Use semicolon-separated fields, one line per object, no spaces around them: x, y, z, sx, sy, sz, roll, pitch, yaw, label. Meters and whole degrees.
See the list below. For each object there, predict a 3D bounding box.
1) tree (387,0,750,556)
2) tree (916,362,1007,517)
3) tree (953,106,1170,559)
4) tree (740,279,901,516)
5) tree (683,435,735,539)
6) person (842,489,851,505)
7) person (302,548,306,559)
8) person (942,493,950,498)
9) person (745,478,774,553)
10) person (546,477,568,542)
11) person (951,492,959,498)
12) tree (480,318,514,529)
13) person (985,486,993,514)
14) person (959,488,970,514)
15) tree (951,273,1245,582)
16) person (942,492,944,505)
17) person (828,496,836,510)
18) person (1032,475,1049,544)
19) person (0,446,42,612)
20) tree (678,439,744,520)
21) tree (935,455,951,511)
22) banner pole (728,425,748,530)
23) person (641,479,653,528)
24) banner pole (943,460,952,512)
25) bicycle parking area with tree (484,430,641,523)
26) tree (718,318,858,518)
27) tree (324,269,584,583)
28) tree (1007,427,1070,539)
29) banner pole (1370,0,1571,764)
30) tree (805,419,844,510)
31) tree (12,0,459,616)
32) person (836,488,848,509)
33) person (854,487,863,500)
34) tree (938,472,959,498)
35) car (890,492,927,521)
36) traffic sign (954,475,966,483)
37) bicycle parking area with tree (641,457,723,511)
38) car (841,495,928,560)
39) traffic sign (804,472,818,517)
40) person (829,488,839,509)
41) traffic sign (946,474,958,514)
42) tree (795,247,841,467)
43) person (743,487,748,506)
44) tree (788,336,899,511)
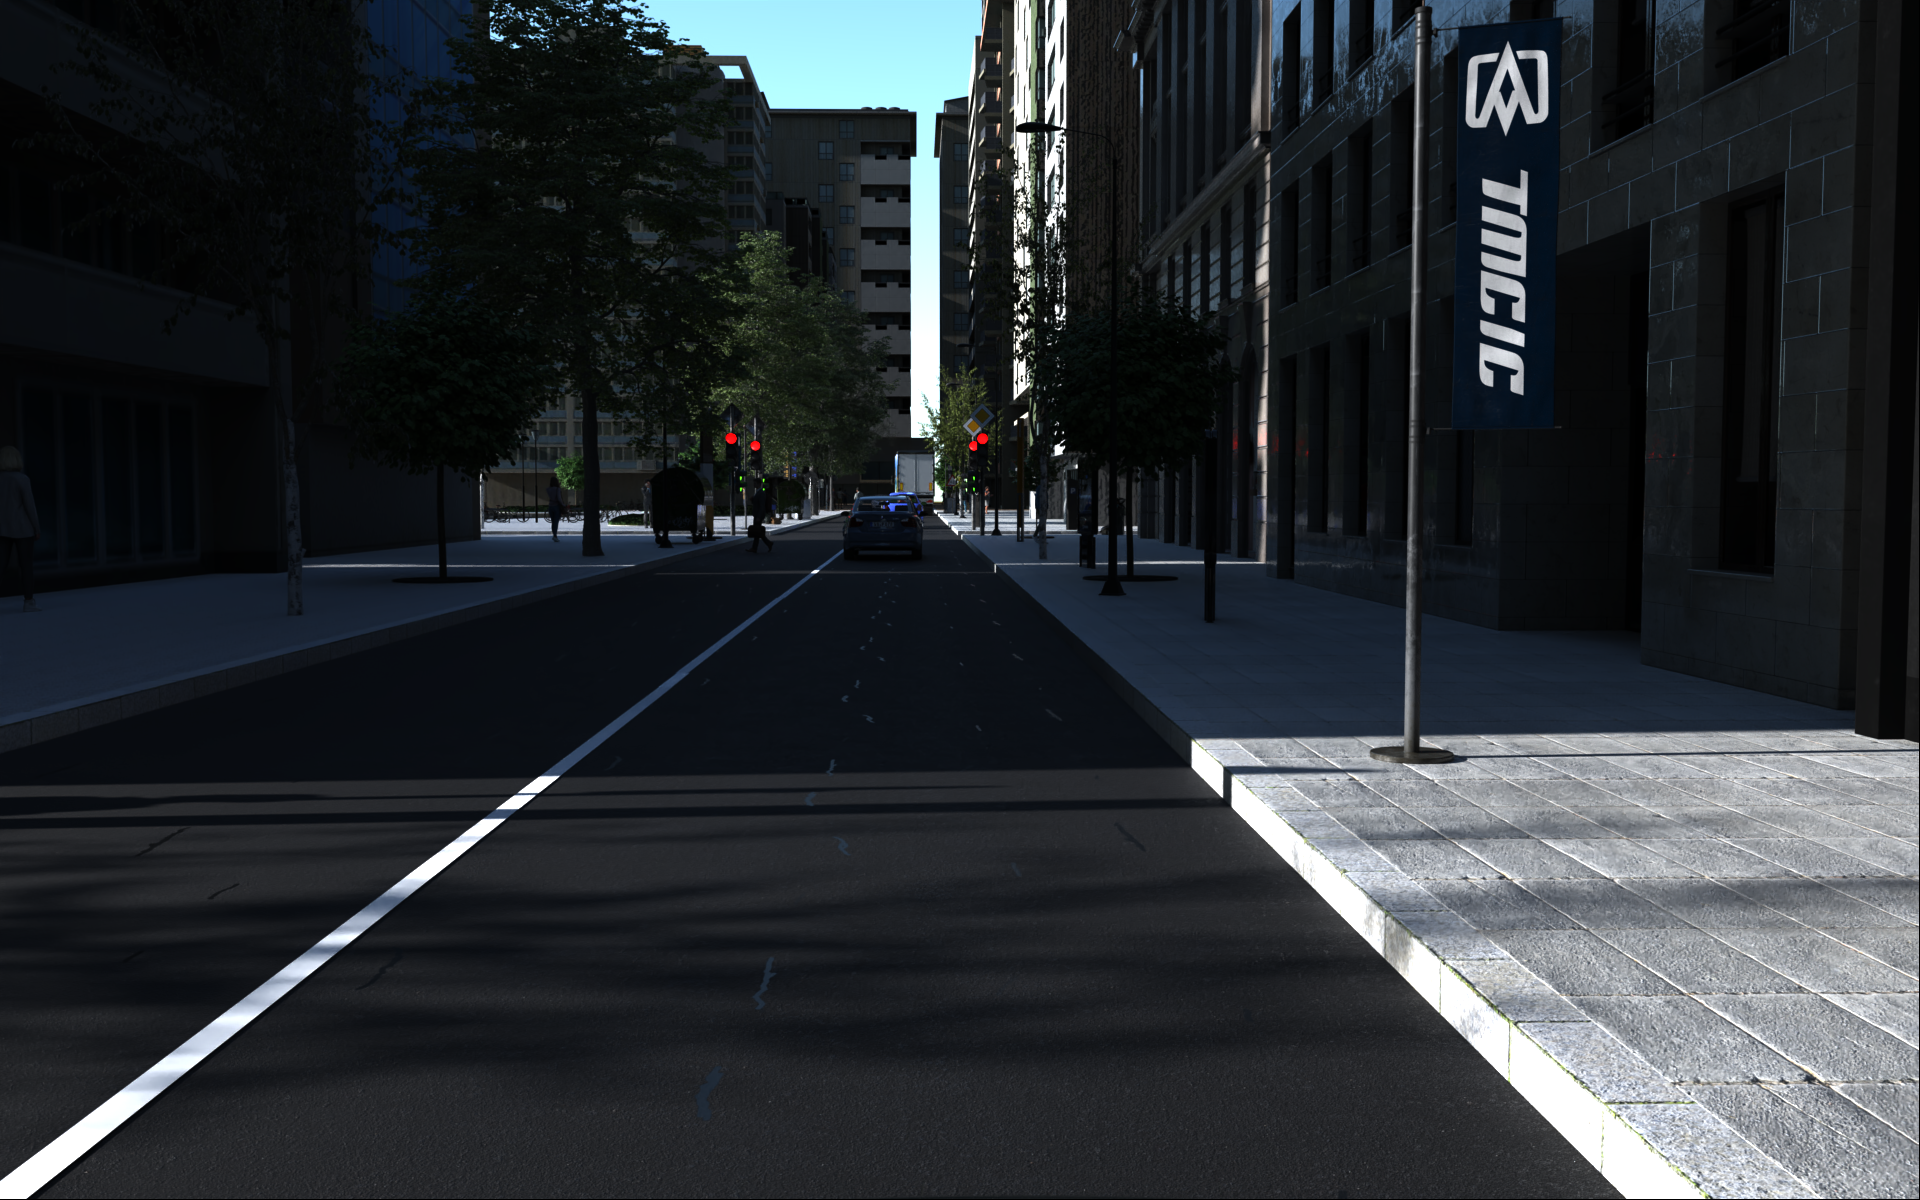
-8.074;-7.186;35.618;7.486;12.596;7.792;0;3;0;tree
-0.174;-8.894;95.771;4.737;8.622;4.395;0;3;0;tree
1.860;-5.117;34.022;4.360;8.622;3.978;0;3;0;tree
-8.694;-12.043;103.552;9.857;13.997;8.962;0;3;0;tree
-7.203;-3.362;49.576;1.663;3.219;1.824;0;3;0;tree
-13.012;-11.641;196.455;1.350;1.814;0.705;1;4;20;person
-12.528;-1.605;32.124;0.795;1.843;0.661;0;4;-8;person
-1.615;-11.230;190.370;1.217;1.736;0.721;2;4;32;person
-4.878;-2.070;42.306;0.822;1.834;0.622;-2;4;-29;person
-10.835;-2.428;46.338;0.593;1.750;0.643;1;4;22;person
-0.431;-8.002;137.070;0.606;1.804;0.583;-1;4;-18;person
-17.952;-6.953;64.047;4.737;8.622;4.395;0;3;0;tree
1.768;-6.364;110.455;0.532;1.782;0.716;2;4;27;person
0.289;-6.435;111.244;0.713;1.824;0.794;1;4;11;person
2.639;-2.585;25.984;4.285;4.588;4.351;0;3;0;tree
-1.887;-11.867;200.992;0.530;1.710;0.541;0;4;4;person
-10.591;-8.131;142.208;0.991;1.433;0.599;-2;4;-32;person
2.090;-2.338;44.618;0.444;1.785;0.601;2;4;35;person
-10.301;-0.761;18.666;0.709;1.800;0.728;0;4;6;person
-12.275;-6.280;86.393;4.285;4.588;4.351;0;3;0;tree
-0.537;-9.059;131.828;4.285;4.588;4.351;0;3;0;tree
-7.969;-4.436;62.544;0.863;3.779;0.401;1;4;9;banner pole
-11.662;-3.628;65.173;0.447;1.846;0.655;3;4;37;person
-0.856;-8.303;125.775;0.863;3.779;0.401;-3;5;-41;banner pole
-19.740;-5.691;80.056;9.016;4.147;8.231;0;4;-7;bicycle parking area with tree
-9.294;-9.682;92.720;8.767;10.594;7.601;1;4;9;tree
-7.558;-2.555;25.480;4.285;4.588;4.351;0;3;0;tree
2.192;-3.414;50.416;1.663;3.219;1.824;0;3;0;tree
2.409;-1.113;8.217;0.863;3.779;0.401;1;4;22;banner pole
-10.884;-11.651;140.851;4.360;8.622;3.978;0;3;0;tree
-7.080;-4.128;17.853;4.360;8.622;3.978;0;3;0;tree
-10.249;-8.684;148.026;1.348;1.824;0.705;0;4;8;person
-5.595;-5.311;95.508;0.511;1.800;0.466;-3;5;-40;person
-0.712;-8.177;128.290;1.663;3.219;1.824;0;3;0;tree
-2.359;-3.820;72.050;1.945;1.707;3.694;0;4;-1;car
0.045;-6.712;109.470;0.795;2.593;0.064;0;4;-1;traffic sign
-21.821;-8.812;131.075;9.016;4.147;8.231;1;4;17;bicycle parking area with tree
-1.720;-1.665;39.230;2.014;1.417;4.499;0;4;-1;car
-8.422;-5.983;97.927;0.768;2.556;0.104;0;4;2;traffic sign
-10.461;-8.381;143.617;0.990;1.755;0.434;-2;4;-32;person
-0.488;-6.932;113.339;0.884;2.594;0.081;0;4;1;traffic sign
-8.801;-9.573;74.645;7.486;12.596;7.792;0;3;0;tree
-15.347;-7.207;123.795;0.656;1.842;0.836;3;5;43;person
-9.778;-13.453;130.331;12.009;13.543;11.850;0;3;0;tree
